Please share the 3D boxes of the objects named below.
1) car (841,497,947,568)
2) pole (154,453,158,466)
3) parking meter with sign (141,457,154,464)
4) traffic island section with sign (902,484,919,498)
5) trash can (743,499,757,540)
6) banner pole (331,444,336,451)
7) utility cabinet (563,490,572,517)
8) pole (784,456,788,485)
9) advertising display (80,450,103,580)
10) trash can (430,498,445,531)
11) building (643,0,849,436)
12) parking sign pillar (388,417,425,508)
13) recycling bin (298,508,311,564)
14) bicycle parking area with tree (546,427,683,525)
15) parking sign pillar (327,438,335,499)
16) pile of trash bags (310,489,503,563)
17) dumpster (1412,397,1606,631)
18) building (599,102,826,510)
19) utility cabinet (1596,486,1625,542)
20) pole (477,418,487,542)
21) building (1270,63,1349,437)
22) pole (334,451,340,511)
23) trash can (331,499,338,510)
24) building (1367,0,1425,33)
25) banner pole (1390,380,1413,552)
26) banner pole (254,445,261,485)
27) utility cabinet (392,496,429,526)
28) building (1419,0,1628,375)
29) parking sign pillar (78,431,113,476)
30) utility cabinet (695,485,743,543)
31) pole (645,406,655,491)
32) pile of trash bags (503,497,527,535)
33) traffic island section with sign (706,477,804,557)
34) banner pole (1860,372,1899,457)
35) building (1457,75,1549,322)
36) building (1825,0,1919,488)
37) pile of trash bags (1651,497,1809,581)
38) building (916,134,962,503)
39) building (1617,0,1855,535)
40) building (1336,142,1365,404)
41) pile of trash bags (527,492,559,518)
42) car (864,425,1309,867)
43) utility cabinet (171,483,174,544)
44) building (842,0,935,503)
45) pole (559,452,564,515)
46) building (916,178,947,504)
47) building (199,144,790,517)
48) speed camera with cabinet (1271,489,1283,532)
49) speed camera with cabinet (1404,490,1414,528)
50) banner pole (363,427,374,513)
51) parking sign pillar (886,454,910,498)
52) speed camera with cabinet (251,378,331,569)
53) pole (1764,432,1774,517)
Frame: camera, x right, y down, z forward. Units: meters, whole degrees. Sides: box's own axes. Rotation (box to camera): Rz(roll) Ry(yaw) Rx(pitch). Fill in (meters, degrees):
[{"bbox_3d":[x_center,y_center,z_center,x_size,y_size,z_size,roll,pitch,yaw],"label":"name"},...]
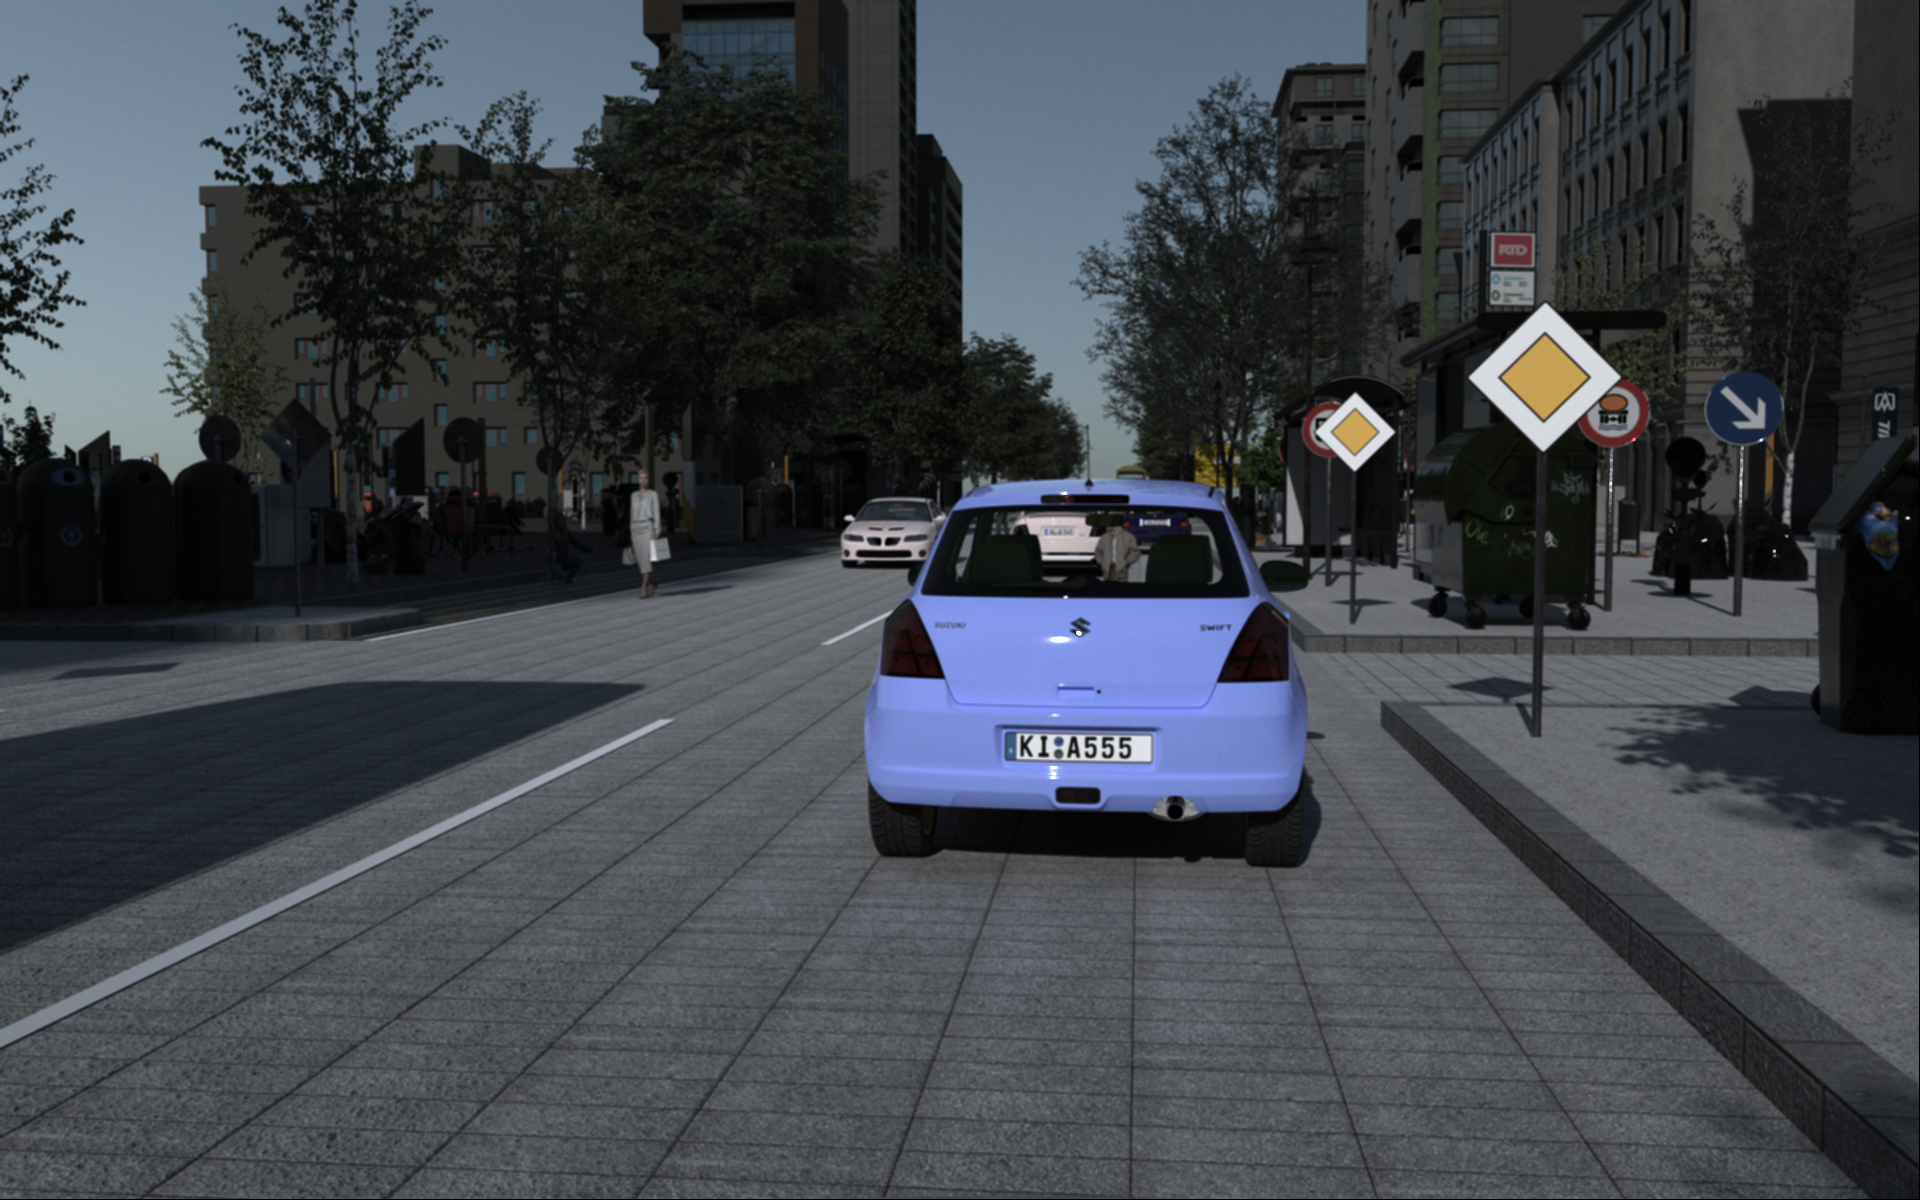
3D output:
[{"bbox_3d":[-1.237,-1.396,35.189,2.083,1.381,4.827,0,4,5],"label":"car"},{"bbox_3d":[-40.331,-5.695,86.960,0.158,3.312,0.155,0,3,0],"label":"pole"},{"bbox_3d":[-37.764,-5.214,81.503,0.543,3.016,1.738,0,4,3],"label":"parking meter with sign"},{"bbox_3d":[-1.904,-3.572,67.026,1.989,1.847,2.006,0,4,6],"label":"traffic island section with sign"},{"bbox_3d":[-5.979,-2.245,48.353,0.748,1.137,0.748,0,3,0],"label":"trash can"},{"bbox_3d":[-31.714,-5.952,87.330,0.863,3.779,0.401,0,4,-3],"label":"banner pole"},{"bbox_3d":[-21.503,-5.303,95.389,1.173,1.500,0.318,3,5,41],"label":"utility cabinet"},{"bbox_3d":[-9.213,-5.998,91.916,0.158,3.312,0.155,0,3,0],"label":"pole"},{"bbox_3d":[-12.956,-1.264,25.884,0.123,1.923,0.974,-1,4,-16],"label":"advertising display"},{"bbox_3d":[-17.151,-2.797,57.388,0.748,1.137,0.748,0,3,0],"label":"trash can"},{"bbox_3d":[-17.324,-30.313,145.724,14.600,45.320,14.200,0,4,6],"label":"building"},{"bbox_3d":[-19.319,-4.403,60.460,1.447,3.967,1.447,2,4,31],"label":"parking sign pillar"},{"bbox_3d":[-12.357,-1.167,31.631,0.722,1.027,0.722,0,4,8],"label":"recycling bin"},{"bbox_3d":[-13.390,-5.453,76.158,9.016,4.147,8.231,3,5,41],"label":"bicycle parking area with tree"},{"bbox_3d":[-28.528,-5.419,77.080,1.447,3.967,1.447,1,4,11],"label":"parking sign pillar"},{"bbox_3d":[-10.779,-1.418,32.934,3.447,1.369,1.912,1,4,11],"label":"pile of trash bags"},{"bbox_3d":[5.373,-0.892,17.074,1.502,2.255,1.985,0,4,6],"label":"dumpster"},{"bbox_3d":[-18.313,-22.001,131.425,14.160,30.474,14.107,0,4,6],"label":"building"},{"bbox_3d":[16.856,-2.255,45.549,1.173,1.500,0.318,0,4,-4],"label":"utility cabinet"},{"bbox_3d":[-12.798,-3.214,46.392,0.158,3.312,0.155,0,3,0],"label":"pole"},{"bbox_3d":[52.778,-37.929,209.377,28.713,52.752,27.495,0,4,6],"label":"building"},{"bbox_3d":[-29.721,-5.429,82.609,0.158,3.312,0.155,0,3,0],"label":"pole"},{"bbox_3d":[-20.371,-2.696,55.741,0.748,1.137,0.748,0,3,0],"label":"trash can"},{"bbox_3d":[43.849,-32.596,122.181,28.713,52.752,27.495,0,4,6],"label":"building"},{"bbox_3d":[9.785,-2.959,38.400,0.401,3.779,0.863,-2,4,-28],"label":"banner pole"},{"bbox_3d":[-35.838,-6.020,88.445,0.401,3.779,0.863,-3,5,-40],"label":"banner pole"},{"bbox_3d":[-17.707,-2.739,55.949,1.020,1.237,0.306,-1,4,-18],"label":"utility cabinet"},{"bbox_3d":[34.473,-25.630,102.642,14.154,41.232,14.086,0,4,6],"label":"building"},{"bbox_3d":[-36.778,-5.215,73.744,1.447,3.967,1.447,0,4,-2],"label":"parking sign pillar"},{"bbox_3d":[-6.187,-2.190,44.478,1.173,1.500,0.318,0,4,1],"label":"utility cabinet"},{"bbox_3d":[-7.204,-2.840,40.284,0.158,3.312,0.155,0,3,0],"label":"pole"},{"bbox_3d":[-14.862,-2.771,55.051,1.912,1.369,3.447,-1,4,-13],"label":"pile of trash bags"},{"bbox_3d":[-4.697,-1.932,40.216,1.989,1.847,2.006,0,4,6],"label":"traffic island section with sign"},{"bbox_3d":[18.819,-2.790,35.641,0.863,3.779,0.401,1,4,20],"label":"banner pole"},{"bbox_3d":[29.746,-14.173,80.881,9.793,20.994,18.267,0,4,6],"label":"building"},{"bbox_3d":[37.826,-13.134,33.821,34.723,24.649,14.460,0,4,6],"label":"building"},{"bbox_3d":[12.375,-1.012,26.295,3.447,1.369,1.912,1,4,19],"label":"pile of trash bags"},{"bbox_3d":[-11.350,-37.536,237.408,21.300,48.544,21.600,0,4,6],"label":"building"},{"bbox_3d":[28.445,-13.060,62.685,9.793,20.994,18.267,0,4,6],"label":"building"},{"bbox_3d":[38.310,-22.790,144.310,14.160,30.474,14.107,0,4,6],"label":"building"},{"bbox_3d":[-22.649,-5.047,92.278,3.447,1.369,1.912,2,4,25],"label":"pile of trash bags"},{"bbox_3d":[0.656,0.095,8.042,1.945,1.707,3.694,0,4,7],"label":"car"},{"bbox_3d":[-15.641,-1.611,35.023,0.318,1.500,1.173,1,4,16],"label":"utility cabinet"},{"bbox_3d":[-13.580,-46.690,201.634,20.563,71.187,20.611,0,4,6],"label":"building"},{"bbox_3d":[-19.136,-5.458,83.086,0.158,3.312,0.155,0,3,0],"label":"pole"},{"bbox_3d":[-9.417,-32.779,219.525,14.154,41.232,14.086,0,4,6],"label":"building"},{"bbox_3d":[-27.407,-16.234,110.462,27.650,21.520,28.899,0,4,6],"label":"building"},{"bbox_3d":[10.854,-3.960,59.082,0.660,3.252,2.038,-1,4,-17],"label":"speed camera with cabinet"},{"bbox_3d":[17.763,-4.336,65.222,0.660,3.252,2.038,-3,5,-42],"label":"speed camera with cabinet"},{"bbox_3d":[-21.909,-4.538,64.206,0.401,3.779,0.863,0,4,7],"label":"banner pole"},{"bbox_3d":[-3.279,-6.282,91.188,1.447,3.967,1.447,2,4,35],"label":"parking sign pillar"},{"bbox_3d":[-11.727,-2.176,29.919,2.038,3.252,0.660,3,4,36],"label":"speed camera with cabinet"},{"bbox_3d":[18.710,-2.826,40.054,0.158,3.312,0.155,0,3,0],"label":"pole"}]
